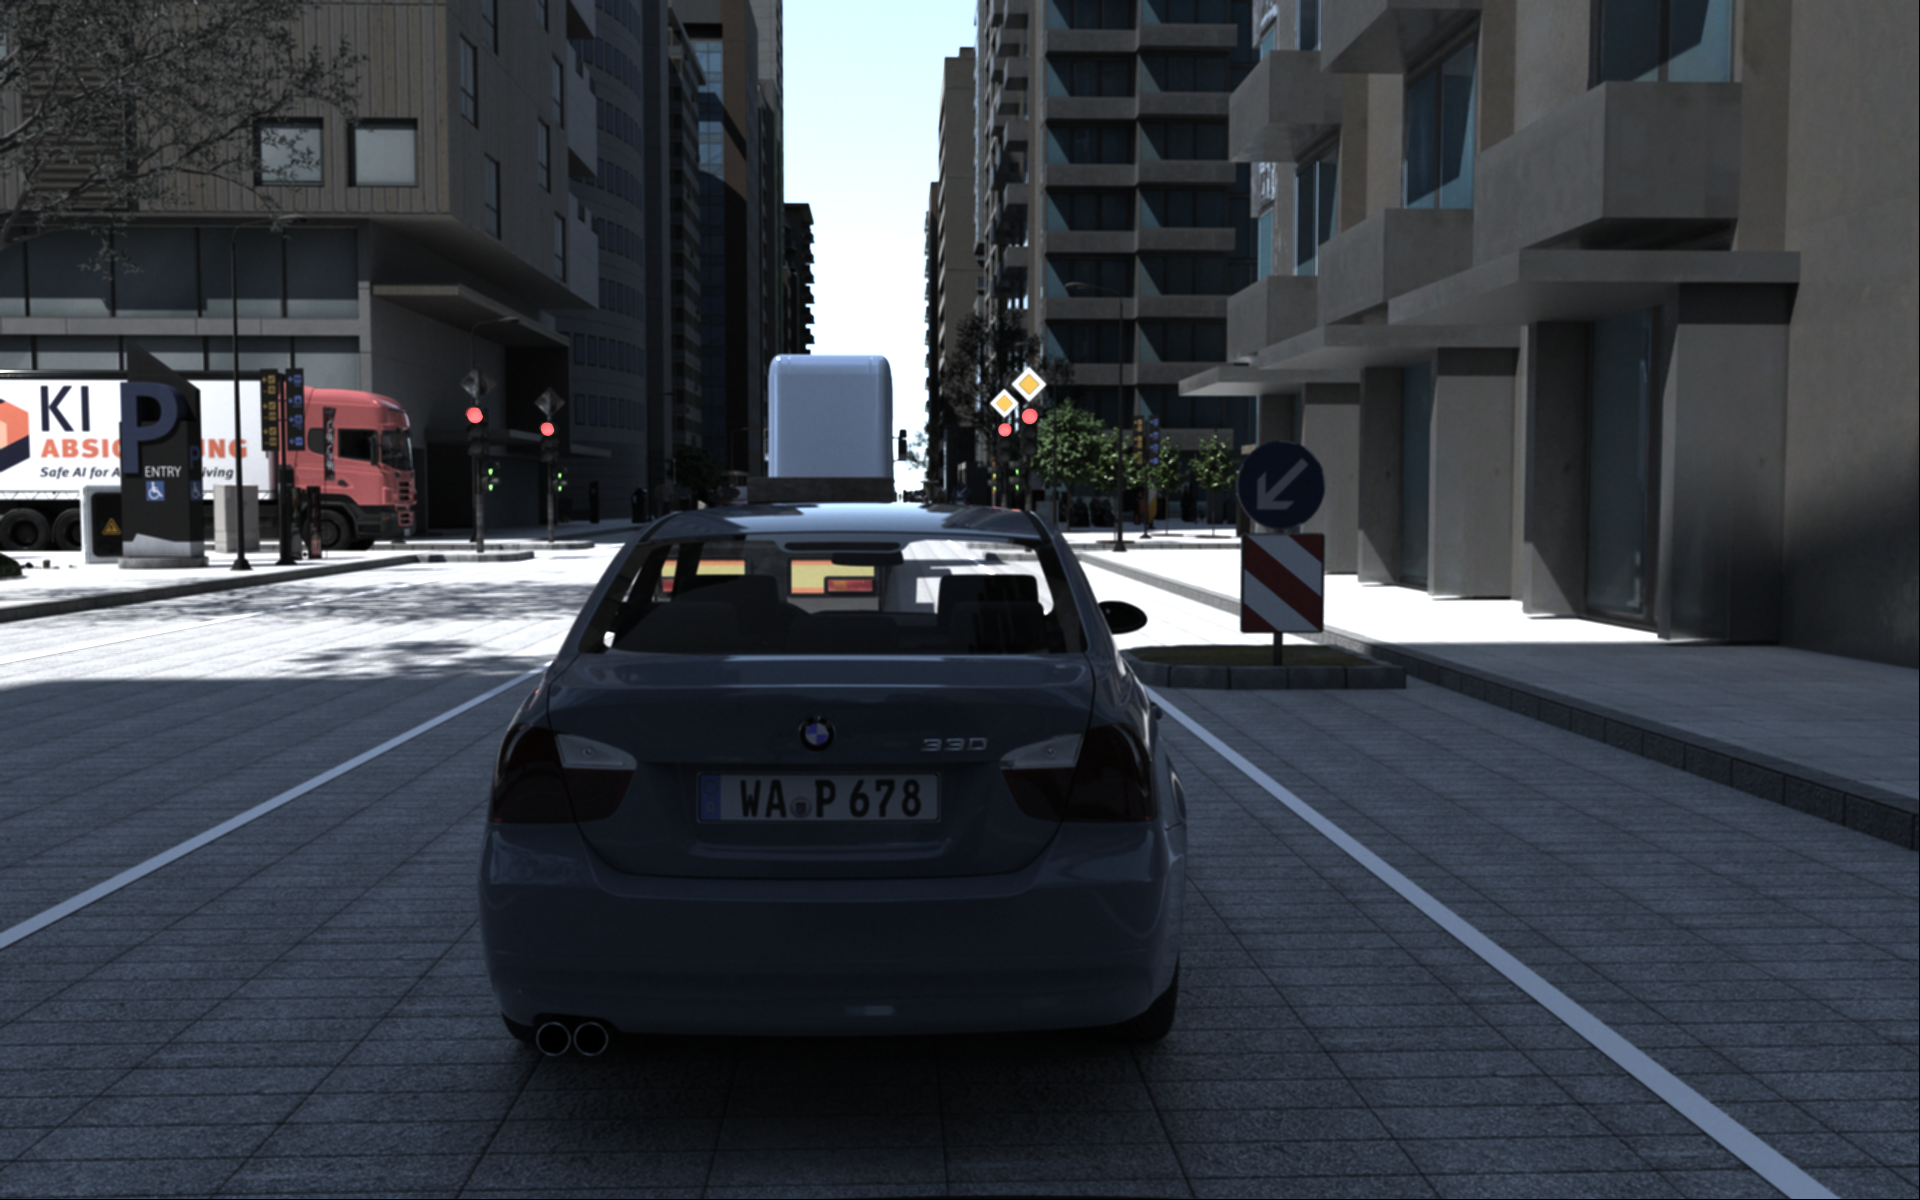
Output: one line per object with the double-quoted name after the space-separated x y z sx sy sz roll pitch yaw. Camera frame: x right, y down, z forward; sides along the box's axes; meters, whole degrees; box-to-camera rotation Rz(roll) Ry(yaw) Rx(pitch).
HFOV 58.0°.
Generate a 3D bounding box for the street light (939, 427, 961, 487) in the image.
-0.500 -9.060 120.677 1.470 5.913 1.316 0 4 -2 "street light"

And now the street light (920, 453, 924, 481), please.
-3.734 -13.723 196.913 1.470 5.913 1.316 0 4 -2 "street light"

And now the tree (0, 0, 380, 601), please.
-12.204 -6.708 20.042 12.009 13.543 11.850 0 3 0 "tree"

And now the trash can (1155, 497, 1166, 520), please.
9.969 -4.546 85.976 0.748 1.137 0.748 0 3 0 "trash can"

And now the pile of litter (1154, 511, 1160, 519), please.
9.598 -4.543 88.235 1.719 0.858 1.176 -3 4 -37 "pile of litter"

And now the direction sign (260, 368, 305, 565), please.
-12.237 -2.407 31.346 0.876 3.537 0.379 1 4 15 "direction sign"

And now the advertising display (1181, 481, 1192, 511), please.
11.121 -4.889 85.147 0.123 1.923 0.974 -1 4 -20 "advertising display"

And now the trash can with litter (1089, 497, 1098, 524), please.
6.033 -3.822 73.881 1.055 1.170 0.624 0 4 -1 "trash can with litter"

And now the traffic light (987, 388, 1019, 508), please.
1.160 -3.503 46.189 0.839 4.253 0.868 0 4 -2 "traffic light"

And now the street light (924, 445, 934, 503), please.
-2.359 -11.652 163.058 1.470 5.913 1.316 0 4 -2 "street light"

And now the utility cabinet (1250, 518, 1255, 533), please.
9.347 -2.744 56.029 0.306 1.237 1.020 2 4 25 "utility cabinet"

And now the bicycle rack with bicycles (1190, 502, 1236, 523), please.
12.039 -3.877 76.764 2.852 0.926 2.925 -3 5 -41 "bicycle rack with bicycles"

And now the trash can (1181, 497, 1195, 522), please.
10.511 -4.148 79.471 0.748 1.137 0.748 0 3 0 "trash can"

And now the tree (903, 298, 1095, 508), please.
2.278 -9.010 81.724 8.767 10.594 7.601 1 4 11 "tree"

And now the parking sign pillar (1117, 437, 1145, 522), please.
7.943 -5.592 79.906 1.447 3.967 1.447 -1 4 -10 "parking sign pillar"

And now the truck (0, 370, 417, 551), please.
-17.978 -3.151 40.433 11.283 4.237 2.839 0 4 -4 "truck"

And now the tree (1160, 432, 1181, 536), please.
6.443 -3.572 53.000 1.663 3.219 1.824 0 3 0 "tree"

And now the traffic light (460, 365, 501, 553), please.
-10.455 -2.983 37.695 0.839 4.253 0.868 0 4 -2 "traffic light"

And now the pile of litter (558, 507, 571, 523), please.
-17.895 -3.879 77.380 1.176 0.858 1.719 2 4 27 "pile of litter"

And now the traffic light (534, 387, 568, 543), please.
-10.790 -3.471 45.673 0.839 4.253 0.868 0 4 -2 "traffic light"

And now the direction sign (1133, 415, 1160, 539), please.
5.352 -3.538 49.844 0.876 3.537 0.379 3 4 38 "direction sign"

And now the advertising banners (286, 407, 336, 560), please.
-12.786 -2.325 34.200 0.090 3.025 2.074 0 4 7 "advertising banners"

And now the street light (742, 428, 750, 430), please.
-15.538 -9.164 122.365 1.470 5.913 1.316 0 4 -2 "street light"

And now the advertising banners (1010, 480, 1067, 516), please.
2.884 -4.180 64.527 2.074 3.025 0.090 0 4 -1 "advertising banners"

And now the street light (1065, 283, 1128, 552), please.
3.008 -4.020 38.262 1.470 5.913 1.316 0 4 -2 "street light"

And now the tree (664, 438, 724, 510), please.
-15.434 -7.136 100.390 4.285 4.588 4.351 0 3 0 "tree"

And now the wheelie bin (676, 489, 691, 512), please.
-18.240 -6.500 114.184 0.980 1.594 0.693 -1 4 -14 "wheelie bin"

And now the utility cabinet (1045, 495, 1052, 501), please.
4.078 -4.586 86.147 1.020 1.237 0.306 -2 4 -33 "utility cabinet"

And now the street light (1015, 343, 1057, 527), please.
2.386 -4.943 53.361 1.470 5.913 1.316 0 4 -2 "street light"

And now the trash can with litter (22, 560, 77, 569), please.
-16.341 -1.131 29.544 2.233 1.210 1.678 -2 4 -24 "trash can with litter"

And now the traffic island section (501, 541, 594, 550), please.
-10.831 -1.439 45.806 2.009 0.180 2.903 0 4 -2 "traffic island section"

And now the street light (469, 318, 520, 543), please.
-12.277 -4.474 45.699 1.470 5.913 1.316 0 4 -2 "street light"

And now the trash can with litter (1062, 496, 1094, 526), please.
4.986 -3.649 70.718 1.678 1.210 2.233 0 4 3 "trash can with litter"

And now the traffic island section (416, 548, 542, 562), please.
-10.495 -0.951 37.828 2.009 0.180 2.903 0 4 -2 "traffic island section"

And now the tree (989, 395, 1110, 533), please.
3.677 -4.514 57.521 4.285 4.588 4.351 0 3 0 "tree"

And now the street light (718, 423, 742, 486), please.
-15.130 -8.563 112.548 1.470 5.913 1.316 0 4 -2 "street light"

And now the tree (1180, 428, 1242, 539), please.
7.517 -3.411 50.374 1.663 3.219 1.824 0 3 0 "tree"

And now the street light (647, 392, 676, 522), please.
-13.683 -6.528 79.276 1.470 5.913 1.316 0 4 -2 "street light"

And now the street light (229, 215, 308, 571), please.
-11.552 -3.452 28.980 1.470 5.913 1.316 0 4 -2 "street light"

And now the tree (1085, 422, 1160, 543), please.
3.968 -3.106 45.388 1.663 3.219 1.824 0 3 0 "tree"

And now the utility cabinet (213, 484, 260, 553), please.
-15.798 -1.785 37.859 0.318 1.500 1.173 1 4 12 "utility cabinet"

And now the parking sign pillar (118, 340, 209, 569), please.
-13.909 -2.549 30.149 1.447 3.967 1.447 1 4 9 "parking sign pillar"

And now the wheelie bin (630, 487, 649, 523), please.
-14.026 -4.161 75.937 0.693 1.594 0.980 0 4 4 "wheelie bin"

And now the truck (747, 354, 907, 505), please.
-2.323 -2.316 27.627 2.967 4.110 18.799 0 4 -2 "truck"

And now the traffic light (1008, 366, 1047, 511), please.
1.495 -3.015 38.211 0.839 4.253 0.868 0 4 -2 "traffic light"

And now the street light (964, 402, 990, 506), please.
0.917 -7.008 87.123 1.470 5.913 1.316 0 4 -2 "street light"

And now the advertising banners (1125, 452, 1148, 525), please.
7.405 -4.648 72.180 0.090 3.025 2.074 -2 4 -26 "advertising banners"

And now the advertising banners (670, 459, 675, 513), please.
-14.102 -5.429 84.960 0.090 3.025 2.074 0 4 -1 "advertising banners"

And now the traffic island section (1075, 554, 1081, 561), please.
1.536 -0.981 38.327 2.009 0.180 2.903 0 4 -2 "traffic island section"

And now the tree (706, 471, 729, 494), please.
-16.648 -7.476 116.833 1.663 3.219 1.824 0 3 0 "tree"
